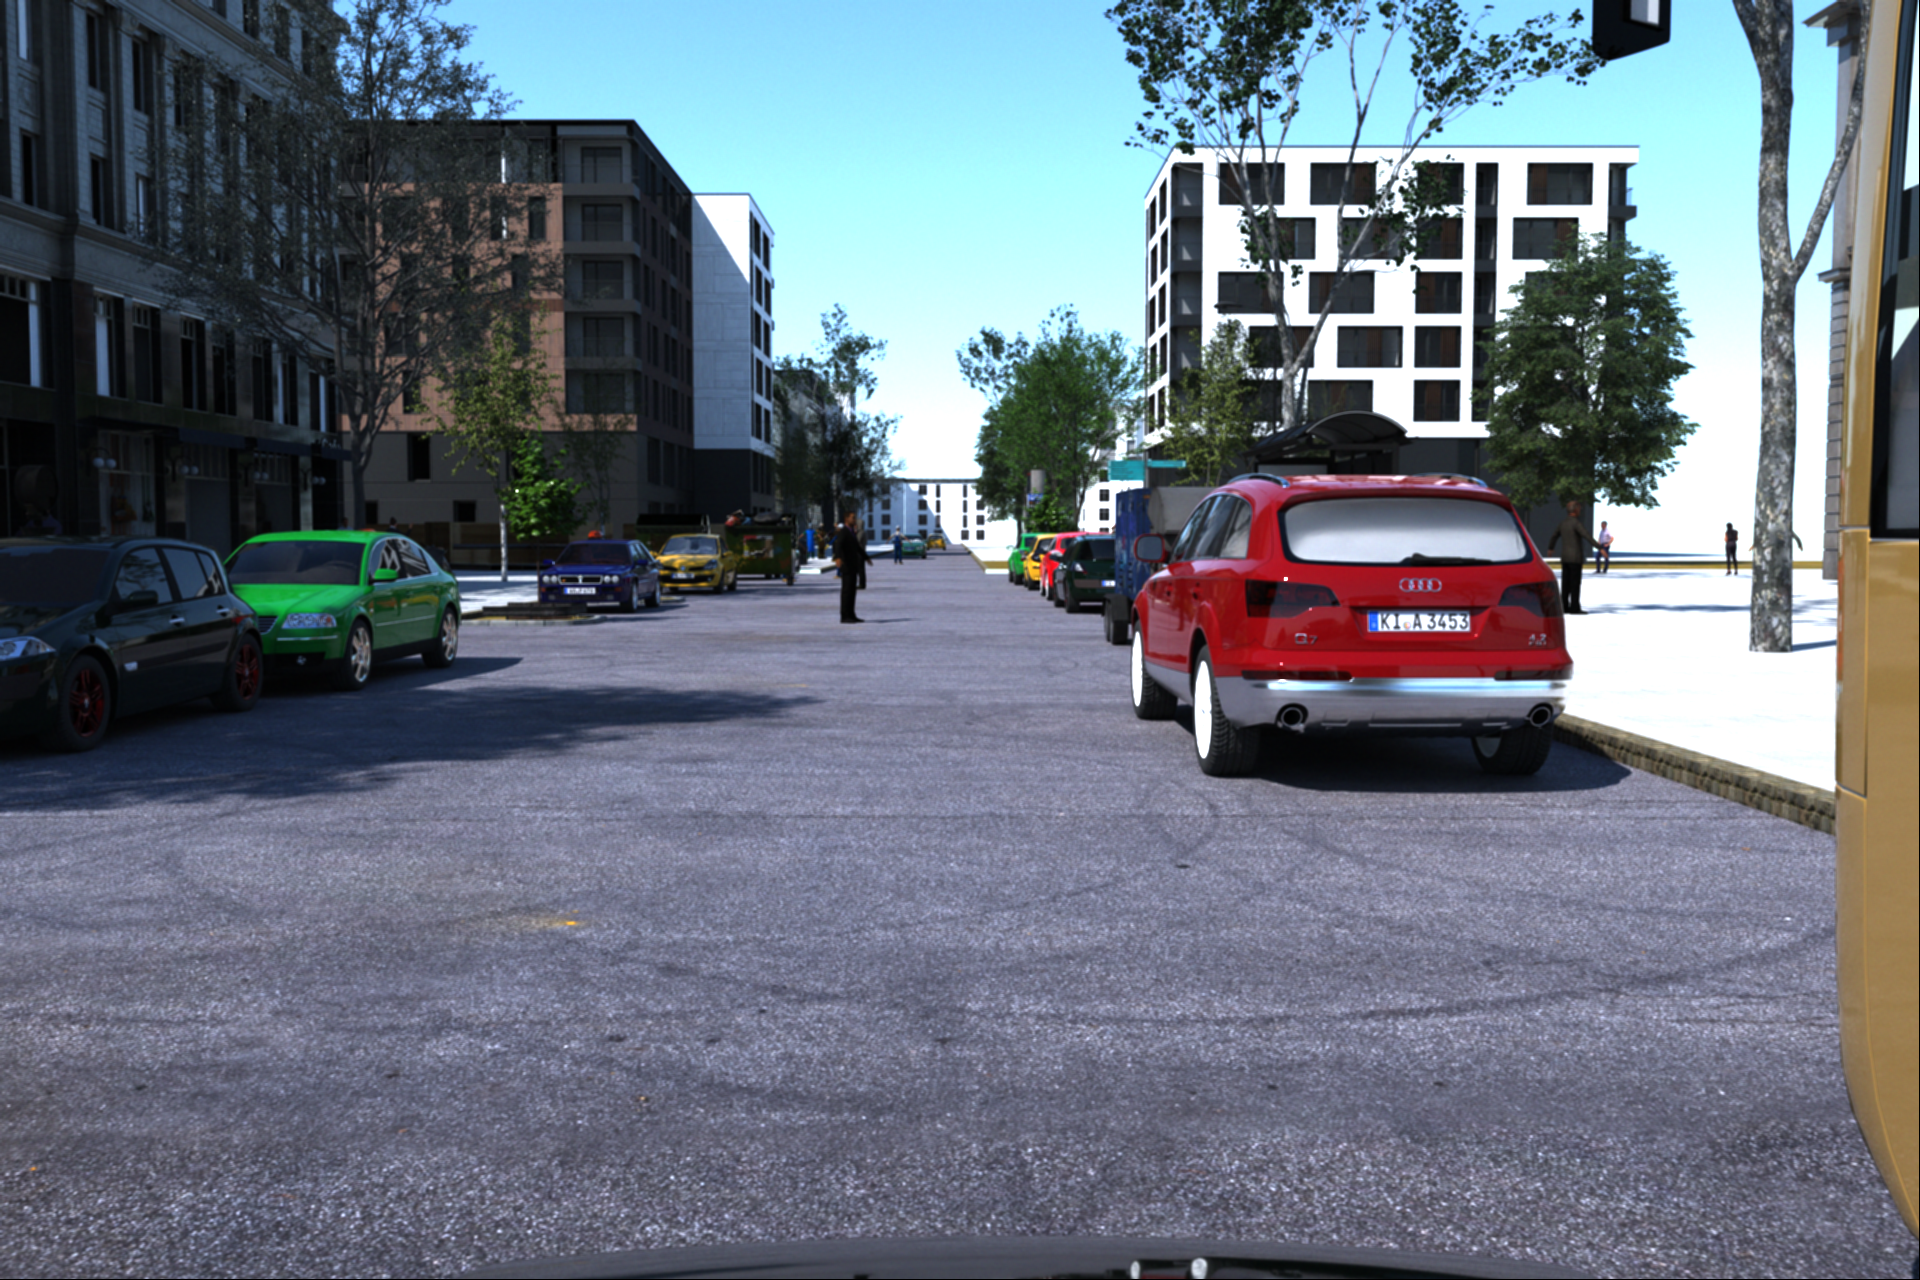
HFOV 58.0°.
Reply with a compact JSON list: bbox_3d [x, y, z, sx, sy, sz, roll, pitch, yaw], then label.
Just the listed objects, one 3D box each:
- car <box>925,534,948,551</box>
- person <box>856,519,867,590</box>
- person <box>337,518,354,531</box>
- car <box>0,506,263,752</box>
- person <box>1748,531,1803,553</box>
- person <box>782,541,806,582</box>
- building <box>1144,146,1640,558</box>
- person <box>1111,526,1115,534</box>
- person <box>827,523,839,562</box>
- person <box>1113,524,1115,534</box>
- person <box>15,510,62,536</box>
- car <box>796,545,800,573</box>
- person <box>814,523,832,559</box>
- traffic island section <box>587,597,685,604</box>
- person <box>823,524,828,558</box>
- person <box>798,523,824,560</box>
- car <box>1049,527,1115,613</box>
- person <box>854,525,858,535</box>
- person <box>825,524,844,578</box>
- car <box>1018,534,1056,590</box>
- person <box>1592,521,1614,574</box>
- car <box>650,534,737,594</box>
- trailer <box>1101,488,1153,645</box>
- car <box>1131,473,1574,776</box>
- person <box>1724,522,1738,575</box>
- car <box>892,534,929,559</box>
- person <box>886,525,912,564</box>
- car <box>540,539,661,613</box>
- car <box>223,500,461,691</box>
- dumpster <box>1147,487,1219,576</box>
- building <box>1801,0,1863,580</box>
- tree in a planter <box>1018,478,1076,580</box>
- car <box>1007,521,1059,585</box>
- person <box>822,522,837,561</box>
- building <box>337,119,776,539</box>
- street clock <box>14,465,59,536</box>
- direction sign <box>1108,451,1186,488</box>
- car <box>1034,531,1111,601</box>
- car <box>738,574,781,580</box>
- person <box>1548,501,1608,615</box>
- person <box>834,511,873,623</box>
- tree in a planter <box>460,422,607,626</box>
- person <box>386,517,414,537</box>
[{"bbox_3d":[-2.097,-8.686,152.235,2.015,1.641,3.980,0,3,0],"label":"car"},{"bbox_3d":[-2.599,-2.221,44.895,0.705,1.813,1.348,1,4,9],"label":"person"},{"bbox_3d":[-19.934,-3.062,56.226,1.344,1.810,0.704,-2,4,-35],"label":"person"},{"bbox_3d":[-6.588,-0.172,12.599,2.009,1.686,4.222,0,3,0],"label":"car"},{"bbox_3d":[16.514,-1.724,35.025,1.217,1.735,0.721,-1,4,-11],"label":"person"},{"bbox_3d":[-5.173,-2.684,52.203,0.705,1.847,1.347,3,4,38],"label":"person"},{"bbox_3d":[25.137,-16.134,107.759,27.936,21.610,32.646,0,3,0],"label":"building"},{"bbox_3d":[8.811,-5.747,100.762,0.721,1.733,1.217,2,4,31],"label":"person"},{"bbox_3d":[-5.686,-4.510,79.878,0.704,1.812,1.346,-3,4,-36],"label":"person"},{"bbox_3d":[7.628,-4.818,85.039,0.705,1.796,1.348,-1,4,-9],"label":"person"},{"bbox_3d":[-13.022,-1.093,24.361,0.568,1.767,0.683,1,4,21],"label":"person"},{"bbox_3d":[-6.780,-3.245,62.844,2.009,1.686,4.222,0,4,0],"label":"car"},{"bbox_3d":[-7.135,-5.106,89.243,0.705,1.858,1.354,3,5,42],"label":"person"},{"bbox_3d":[-6.831,-0.823,36.326,1.991,0.108,1.994,0,3,0],"label":"traffic island section"},{"bbox_3d":[-7.200,-5.195,91.076,1.345,1.843,0.704,2,4,31],"label":"person"},{"bbox_3d":[-7.545,-4.966,87.323,1.347,1.817,0.704,0,4,-1],"label":"person"},{"bbox_3d":[2.725,-1.402,32.711,2.009,1.686,4.222,0,4,-1],"label":"car"},{"bbox_3d":[-5.820,-5.541,96.784,1.347,1.806,0.705,1,4,9],"label":"person"},{"bbox_3d":[-3.928,-2.889,56.154,0.721,1.772,1.216,3,5,39],"label":"person"},{"bbox_3d":[2.563,-2.157,45.493,2.015,1.641,3.980,0,3,0],"label":"car"},{"bbox_3d":[20.841,-3.007,56.138,0.436,1.711,0.756,0,4,-7],"label":"person"},{"bbox_3d":[-6.499,-1.969,42.423,2.015,1.641,3.980,0,4,-1],"label":"car"},{"bbox_3d":[2.648,-1.002,23.429,1.471,1.999,3.904,0,4,-1],"label":"trailer"},{"bbox_3d":[2.407,-0.193,11.827,2.281,1.827,5.304,0,4,-1],"label":"car"},{"bbox_3d":[24.033,-2.843,54.000,0.415,1.643,0.593,3,5,44],"label":"person"},{"bbox_3d":[-2.869,-5.423,100.460,2.131,1.459,4.920,0,4,0],"label":"car"},{"bbox_3d":[-2.944,-4.553,82.757,1.347,1.847,0.705,1,4,20],"label":"person"},{"bbox_3d":[-6.753,-1.226,32.628,1.945,1.354,3.894,0,4,0],"label":"car"},{"bbox_3d":[-6.350,-0.514,17.204,1.959,1.807,4.718,0,4,0],"label":"car"},{"bbox_3d":[2.640,-0.461,15.754,1.865,1.857,1.264,0,4,-2],"label":"dumpster"},{"bbox_3d":[28.087,-11.732,32.472,13.314,22.015,24.055,0,3,0],"label":"building"},{"bbox_3d":[2.772,-3.530,54.935,1.991,3.239,1.994,0,4,0],"label":"tree in a planter"},{"bbox_3d":[2.363,-2.520,49.992,1.959,1.807,4.718,0,4,-2],"label":"car"},{"bbox_3d":[-5.899,-4.685,82.371,1.354,1.856,0.705,-1,4,-18],"label":"person"},{"bbox_3d":[-26.552,-15.782,102.005,27.936,21.610,32.646,0,3,0],"label":"building"},{"bbox_3d":[-9.703,-0.837,18.254,0.358,2.002,0.471,0,3,0],"label":"street clock"},{"bbox_3d":[6.033,-4.080,55.478,2.525,3.948,1.411,0,3,0],"label":"direction sign"},{"bbox_3d":[2.749,-1.816,38.740,2.155,1.783,4.494,0,3,0],"label":"car"},{"bbox_3d":[-6.715,-2.760,55.345,2.015,1.641,3.980,0,4,0],"label":"car"},{"bbox_3d":[9.831,-1.319,27.746,0.705,1.807,1.348,-1,4,-20],"label":"person"},{"bbox_3d":[-1.763,-1.178,27.942,0.704,1.802,1.346,1,4,20],"label":"person"},{"bbox_3d":[-6.793,-1.873,27.851,1.991,3.239,1.994,0,3,0],"label":"tree in a planter"},{"bbox_3d":[-14.771,-2.377,45.712,0.742,1.727,0.445,-1,4,-10],"label":"person"}]
